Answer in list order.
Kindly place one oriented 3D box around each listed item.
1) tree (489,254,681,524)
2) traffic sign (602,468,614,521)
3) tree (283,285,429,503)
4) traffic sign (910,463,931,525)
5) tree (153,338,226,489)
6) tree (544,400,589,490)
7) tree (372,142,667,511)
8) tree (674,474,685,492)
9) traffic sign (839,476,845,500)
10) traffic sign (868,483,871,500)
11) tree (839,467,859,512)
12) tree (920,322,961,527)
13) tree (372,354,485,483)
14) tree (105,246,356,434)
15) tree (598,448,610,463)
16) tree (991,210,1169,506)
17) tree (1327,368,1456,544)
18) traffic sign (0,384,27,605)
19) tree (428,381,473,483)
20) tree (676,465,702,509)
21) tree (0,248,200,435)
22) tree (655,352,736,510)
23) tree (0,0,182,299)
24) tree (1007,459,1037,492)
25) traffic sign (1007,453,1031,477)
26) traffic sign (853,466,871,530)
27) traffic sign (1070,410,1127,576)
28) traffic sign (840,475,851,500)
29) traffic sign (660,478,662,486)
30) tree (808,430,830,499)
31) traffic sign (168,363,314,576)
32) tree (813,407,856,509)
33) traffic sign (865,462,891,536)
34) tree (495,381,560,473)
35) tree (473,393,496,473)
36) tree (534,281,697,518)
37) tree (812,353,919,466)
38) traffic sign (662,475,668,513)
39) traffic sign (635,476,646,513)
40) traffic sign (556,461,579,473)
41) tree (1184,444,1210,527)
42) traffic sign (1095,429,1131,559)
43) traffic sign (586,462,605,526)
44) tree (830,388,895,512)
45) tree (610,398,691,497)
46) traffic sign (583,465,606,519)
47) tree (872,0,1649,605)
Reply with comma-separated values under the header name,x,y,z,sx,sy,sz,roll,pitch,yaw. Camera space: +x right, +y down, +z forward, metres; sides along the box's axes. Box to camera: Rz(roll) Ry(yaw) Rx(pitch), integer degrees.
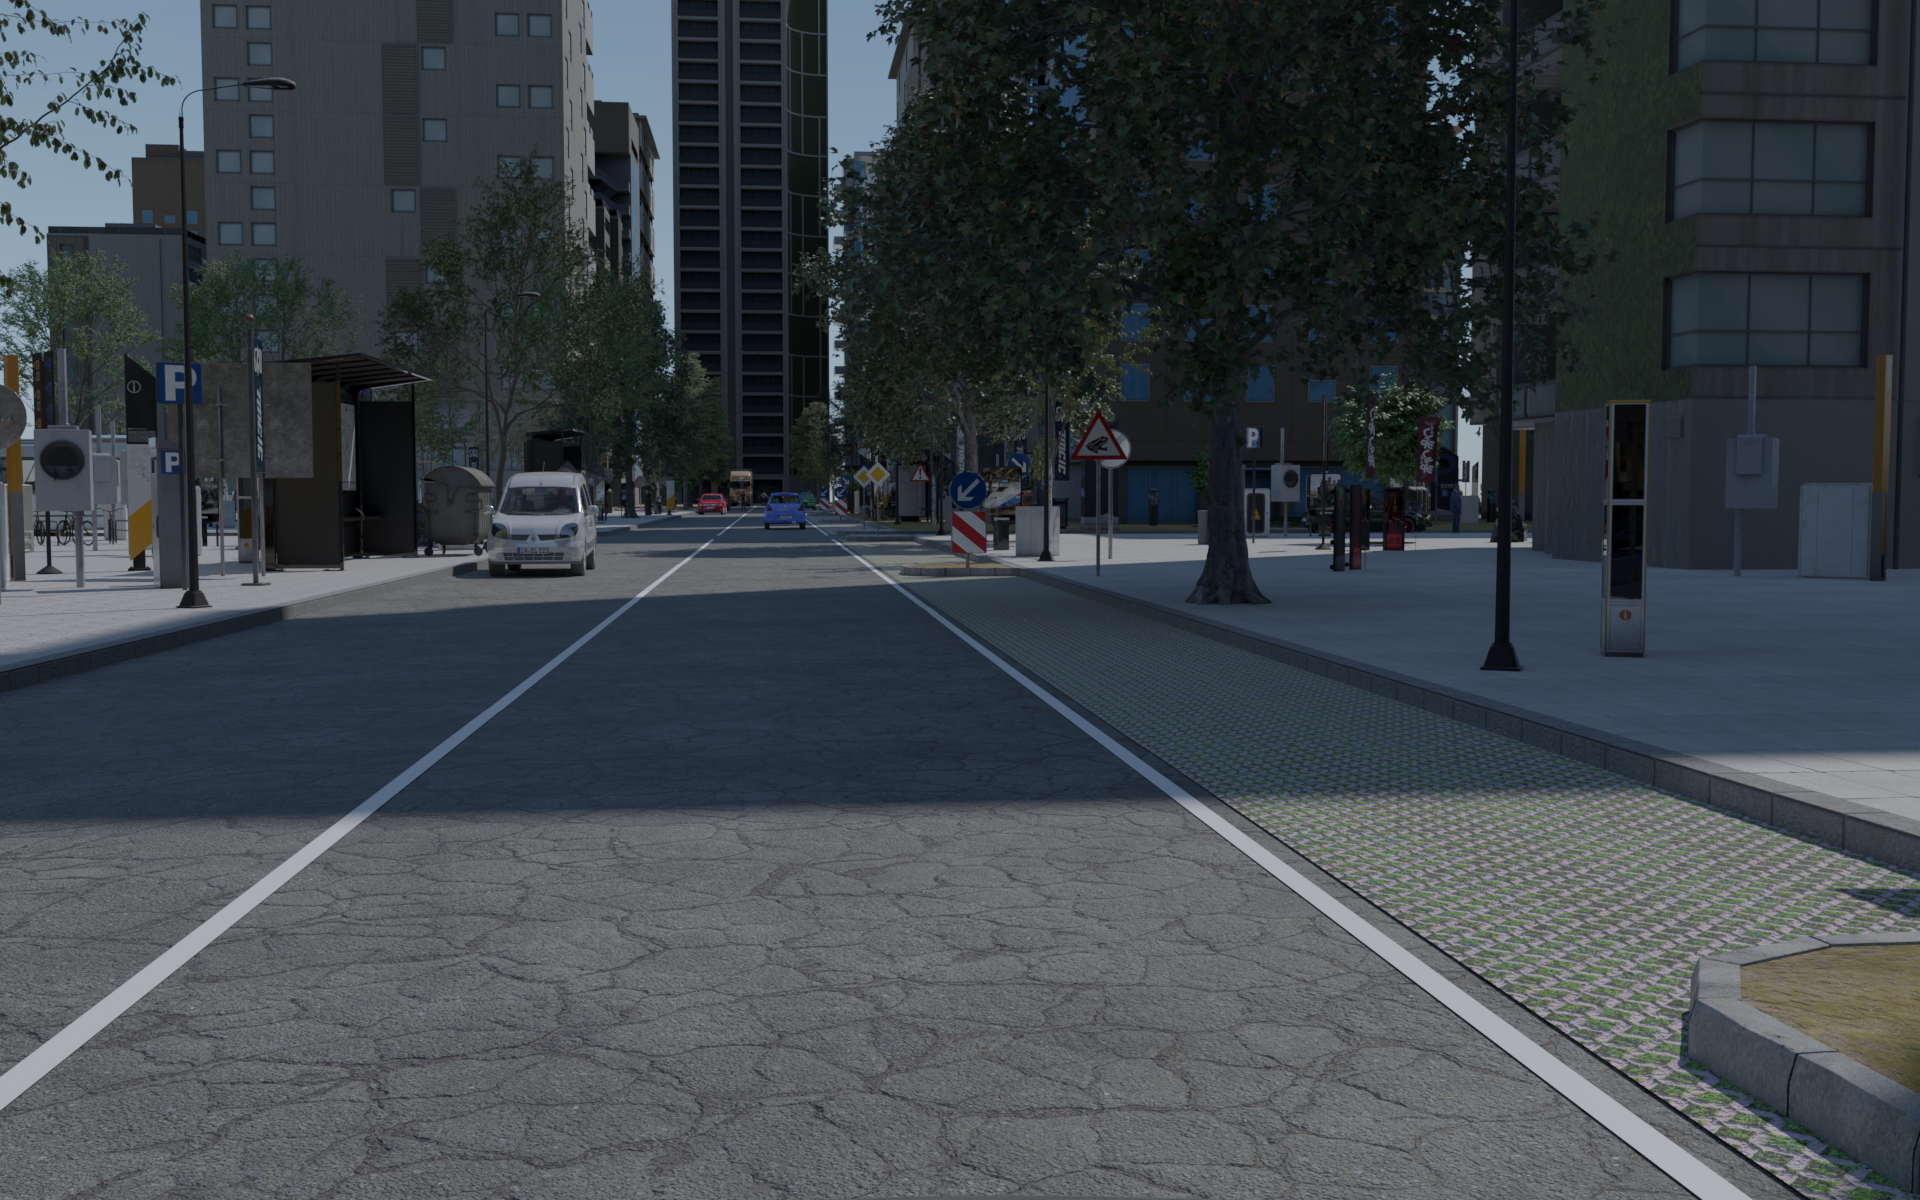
name,x,y,z,sx,sy,sz,roll,pitch,yaw
tree,-16.208,-9.138,75.169,9.928,11.665,9.643,0,3,0
traffic sign,-17.025,-5.086,83.263,0.768,2.556,0.104,0,4,-5
tree,-22.281,-6.835,62.122,4.360,8.622,3.978,0,3,0
traffic sign,-1.667,-4.450,72.754,0.884,2.594,0.081,0,4,2
tree,-36.271,-8.093,82.684,4.737,8.622,4.395,0,3,0
tree,-26.571,-10.340,119.427,4.737,8.622,4.395,0,3,0
tree,-12.112,-6.824,45.982,7.601,10.594,8.767,1,4,22
tree,-21.719,-8.267,129.765,1.663,3.219,1.824,0,3,0
traffic sign,-7.938,-7.269,118.955,0.768,2.556,0.104,0,4,0
traffic sign,-5.733,-6.823,111.654,0.768,2.556,0.104,0,4,1
tree,-7.675,-7.858,123.076,1.663,3.219,1.824,0,3,0
tree,-0.802,-7.205,68.168,4.360,8.622,3.978,0,3,0
tree,-27.050,-8.524,89.737,4.737,8.622,4.395,0,3,0
tree,-29.263,-8.937,71.868,9.928,11.665,9.643,0,3,0
tree,-27.305,-10.894,128.475,4.360,8.622,3.978,0,3,0
tree,2.090,-5.282,36.730,4.737,8.622,4.395,0,3,0
tree,11.220,-3.752,45.058,4.285,4.588,4.351,0,3,0
traffic sign,-11.107,-1.211,19.905,0.768,2.556,0.104,0,4,-2
tree,-29.751,-8.839,94.884,4.360,8.622,3.978,0,3,0
tree,-24.217,-10.245,151.225,4.285,4.588,4.351,0,3,0
tree,-37.610,-8.997,72.863,9.928,11.665,9.643,0,3,0
tree,-21.855,-13.449,138.014,7.486,12.596,7.792,0,3,0
tree,-8.376,-3.826,12.924,4.360,8.622,3.978,0,3,0
tree,2.553,-5.204,79.686,1.663,3.219,1.824,0,3,0
traffic sign,1.824,-3.272,53.611,0.768,2.556,0.104,0,4,0
traffic sign,-3.397,-3.529,61.342,0.795,2.450,0.064,0,4,-6
traffic sign,2.155,-1.650,26.976,0.884,2.594,0.081,0,4,3
traffic sign,-7.740,-7.177,117.442,0.768,2.556,0.104,0,4,-1
traffic sign,-21.851,-7.831,128.148,0.768,2.556,0.104,0,4,-3
tree,-13.617,-14.226,182.952,4.737,8.622,4.395,0,3,0
traffic sign,-11.189,-2.022,26.938,2.265,3.308,0.079,0,4,2
tree,-10.573,-11.985,146.317,4.360,8.622,3.978,0,3,0
traffic sign,-2.532,-3.044,53.404,0.795,2.450,0.064,0,4,-6
tree,-27.973,-9.992,113.737,4.360,8.622,3.978,0,3,0
tree,-32.693,-10.286,118.537,4.360,8.622,3.978,0,3,0
tree,-17.725,-10.715,92.202,9.611,12.733,9.660,0,3,0
tree,-5.460,-10.497,106.038,7.601,10.594,8.767,1,4,8
traffic sign,-19.544,-7.072,115.725,0.768,2.556,0.104,0,4,-5
traffic sign,-22.110,-7.330,119.949,0.768,2.556,0.104,0,4,-5
traffic sign,-11.874,-2.983,52.410,0.795,2.450,0.064,0,4,-6
tree,9.512,-4.435,67.109,1.663,3.219,1.824,0,3,0
traffic sign,2.969,-2.081,34.125,0.768,2.556,0.104,0,4,1
traffic sign,-14.530,-4.214,69.006,0.768,2.556,0.104,0,3,0
tree,-4.791,-9.049,98.313,4.737,8.622,4.395,0,3,0
tree,-19.018,-9.752,109.805,4.360,8.622,3.978,0,3,0
traffic sign,-12.739,-3.468,60.349,0.795,2.450,0.064,0,4,-6
tree,3.045,-6.303,20.067,9.611,12.733,9.660,0,3,0
